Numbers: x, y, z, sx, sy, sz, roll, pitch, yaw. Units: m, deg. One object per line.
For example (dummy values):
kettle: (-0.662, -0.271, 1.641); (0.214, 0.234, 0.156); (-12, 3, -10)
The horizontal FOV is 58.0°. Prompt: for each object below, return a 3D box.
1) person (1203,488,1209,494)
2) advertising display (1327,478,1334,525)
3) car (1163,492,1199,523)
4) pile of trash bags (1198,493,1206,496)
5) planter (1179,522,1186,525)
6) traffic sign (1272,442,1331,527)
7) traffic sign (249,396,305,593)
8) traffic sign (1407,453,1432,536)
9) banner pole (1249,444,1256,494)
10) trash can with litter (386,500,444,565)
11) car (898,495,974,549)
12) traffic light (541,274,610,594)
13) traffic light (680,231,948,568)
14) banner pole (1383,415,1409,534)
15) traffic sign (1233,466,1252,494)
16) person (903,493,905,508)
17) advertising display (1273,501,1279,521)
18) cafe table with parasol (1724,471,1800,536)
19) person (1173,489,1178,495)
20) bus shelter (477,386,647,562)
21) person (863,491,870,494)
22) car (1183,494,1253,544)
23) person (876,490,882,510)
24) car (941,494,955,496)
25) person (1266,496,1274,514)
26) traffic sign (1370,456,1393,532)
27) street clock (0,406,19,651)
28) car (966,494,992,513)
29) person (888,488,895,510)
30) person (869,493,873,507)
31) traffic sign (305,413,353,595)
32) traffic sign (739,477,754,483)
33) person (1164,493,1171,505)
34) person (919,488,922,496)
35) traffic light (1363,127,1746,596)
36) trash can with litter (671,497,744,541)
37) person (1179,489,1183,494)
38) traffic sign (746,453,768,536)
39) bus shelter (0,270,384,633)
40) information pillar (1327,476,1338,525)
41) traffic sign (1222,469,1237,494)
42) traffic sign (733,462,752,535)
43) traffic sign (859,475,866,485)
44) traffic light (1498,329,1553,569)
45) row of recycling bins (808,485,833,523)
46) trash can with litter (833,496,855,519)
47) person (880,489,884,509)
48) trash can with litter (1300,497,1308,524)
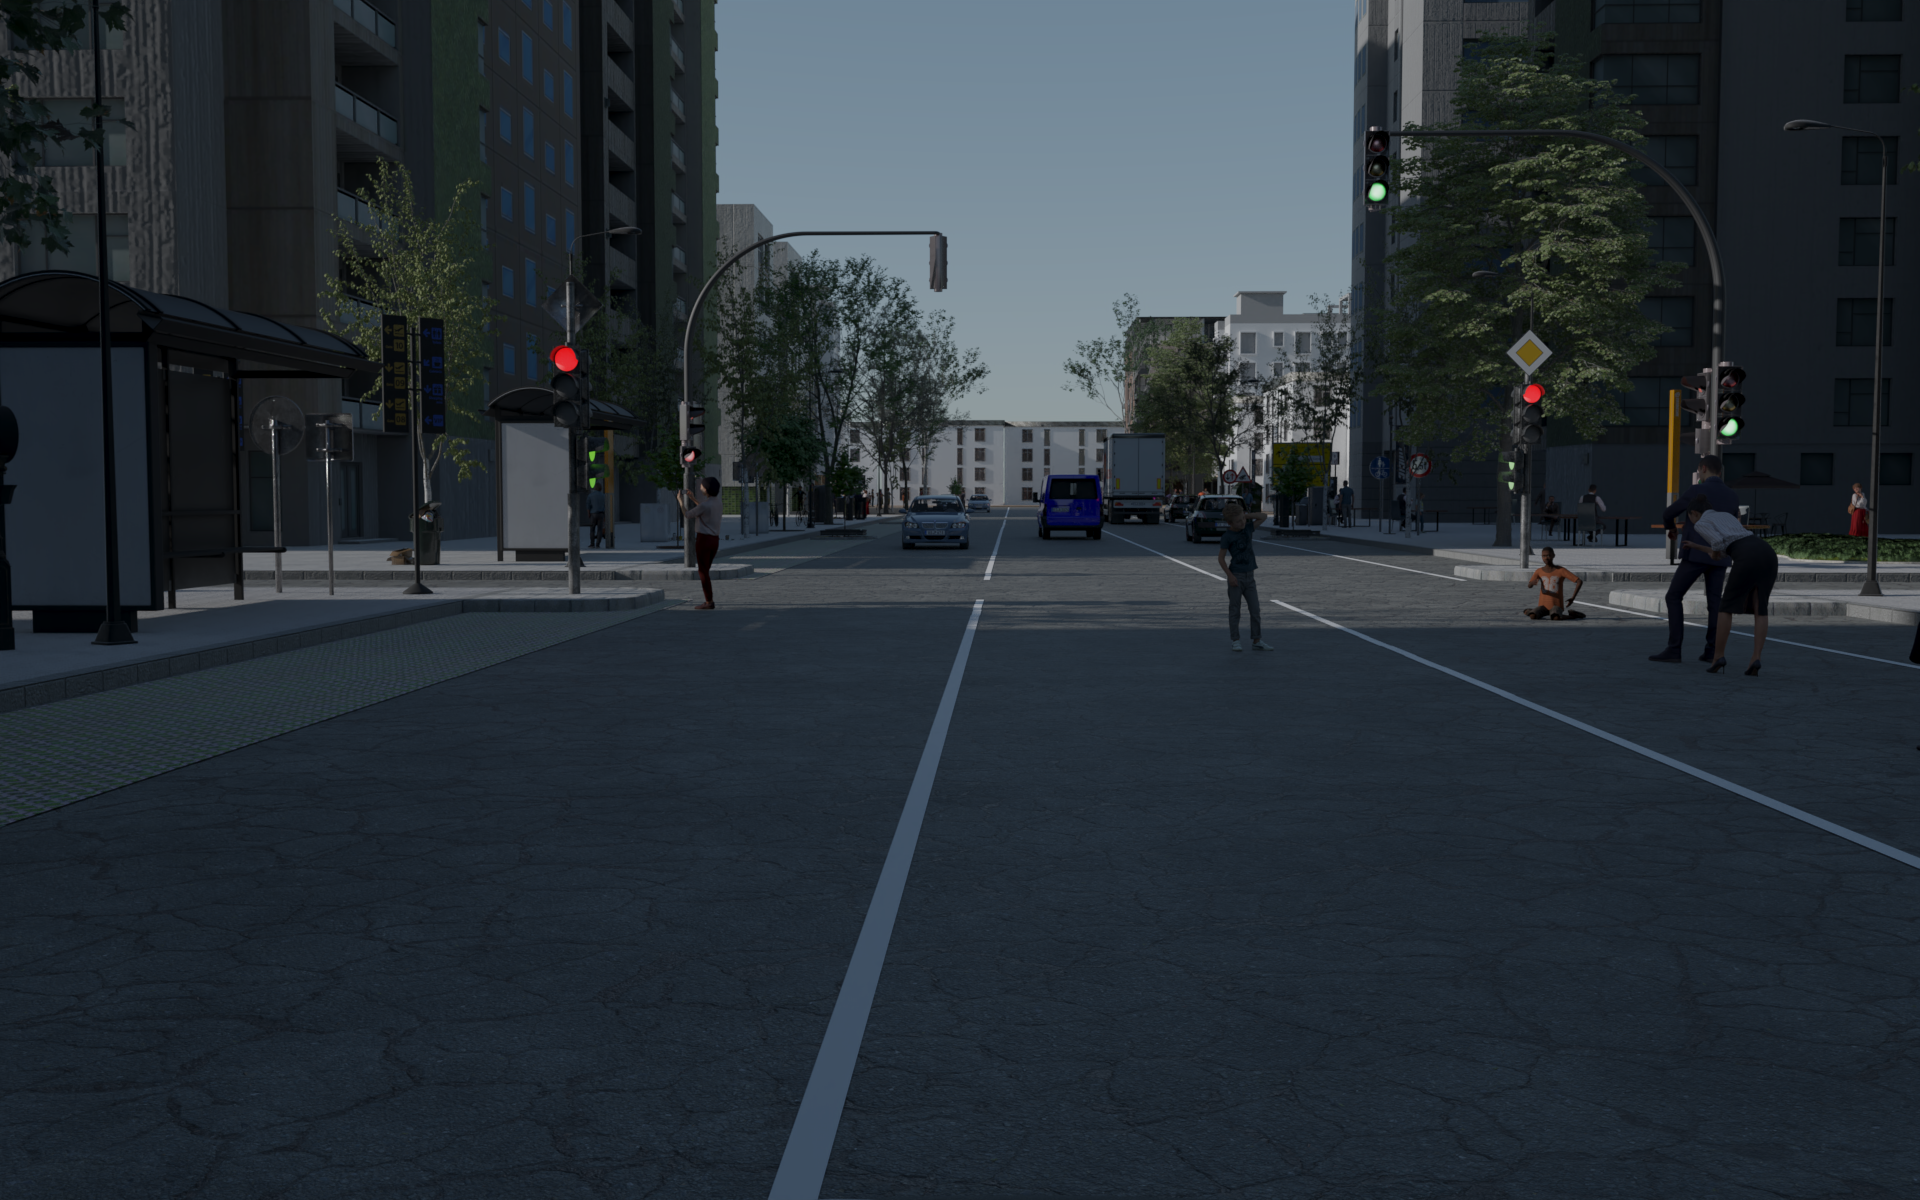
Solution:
person: (21.577, -8.936, 152.141); (1.348, 1.824, 0.705); (-1, 4, -15)
advertising display: (15.028, -4.069, 71.736); (0.974, 1.923, 0.123); (2, 4, 26)
car: (11.300, -4.749, 87.430); (2.009, 1.686, 4.222); (0, 4, 1)
pile of trash bags: (14.872, -5.624, 101.707); (1.912, 1.369, 3.447); (-1, 4, -20)
planter: (11.316, -3.686, 81.408); (1.991, 0.319, 1.994); (0, 4, 2)
traffic sign: (13.379, -4.528, 67.907); (2.265, 3.308, 0.079); (1, 4, 11)
traffic sign: (-8.860, -1.367, 22.458); (0.768, 2.556, 0.104); (0, 4, 8)
traffic sign: (14.190, -3.270, 53.563); (0.768, 2.556, 0.104); (1, 4, 10)
banner pole: (14.533, -5.884, 86.224); (0.401, 3.779, 0.863); (-1, 4, -17)
trash can with litter: (-9.871, -1.218, 31.298); (1.055, 1.170, 0.624); (1, 4, 15)
car: (-0.619, -2.105, 46.426); (2.014, 1.417, 4.499); (0, 4, 1)
traffic light: (-4.939, -2.033, 22.160); (0.839, 4.253, 0.868); (0, 4, 2)
traffic light: (-2.601, -3.391, 30.113); (4.771, 5.953, 1.251); (0, 4, 2)
banner pole: (13.963, -3.993, 55.309); (0.863, 3.779, 0.401); (-1, 4, -12)
traffic sign: (13.053, -4.890, 79.950); (0.884, 2.594, 0.081); (1, 4, 10)
person: (-5.277, -9.401, 163.010); (0.557, 1.426, 1.065); (0, 4, -3)
advertising display: (15.378, -4.829, 84.170); (0.123, 1.923, 0.974); (0, 4, -3)
cafe table with parasol: (23.631, -2.850, 51.460); (2.610, 1.966, 2.610); (-2, 4, -26)
person: (19.582, -9.179, 156.645); (0.750, 1.759, 0.617); (3, 4, 39)
bus shelter: (-7.959, -2.531, 35.311); (2.014, 3.302, 5.546); (0, 4, 2)
person: (-8.853, -9.538, 162.794); (0.742, 1.727, 0.445); (-2, 4, -26)
car: (7.672, -2.548, 51.451); (2.009, 1.686, 4.222); (0, 4, 3)
person: (-6.403, -7.930, 137.168); (0.415, 1.643, 0.593); (3, 4, 36)
car: (-1.074, -8.276, 145.099); (2.009, 1.686, 4.222); (0, 4, 1)
person: (20.448, -6.479, 111.939); (1.348, 1.831, 0.705); (2, 4, 26)
traffic sign: (14.234, -3.577, 58.591); (0.768, 2.556, 0.104); (1, 4, 9)
street clock: (-7.910, -0.588, 14.181); (0.471, 2.002, 0.358); (3, 4, 36)
car: (1.499, -7.553, 135.488); (2.014, 1.417, 4.499); (0, 4, 1)
person: (-5.910, -8.410, 143.549); (0.705, 1.824, 1.348); (-3, 4, -39)
person: (-8.930, -9.905, 171.249); (1.065, 1.426, 0.557); (3, 4, 39)
traffic sign: (-7.970, -1.210, 21.906); (0.606, 2.300, 0.079); (0, 4, 3)
traffic sign: (-8.199, -3.936, 66.485); (0.606, 2.300, 0.079); (0, 4, 2)
person: (16.547, -7.836, 137.391); (0.697, 1.427, 0.421); (-1, 4, -19)
person: (-3.641, -9.339, 158.699); (0.705, 1.831, 1.348); (0, 4, -2)
traffic light: (7.362, -2.874, 21.659); (4.771, 5.953, 1.251); (0, 4, 2)
trash can with litter: (-7.123, -2.262, 48.042); (2.233, 1.210, 1.678); (0, 4, -4)
person: (22.187, -10.283, 174.622); (0.568, 1.767, 0.683); (0, 4, -7)
traffic sign: (-6.221, -3.235, 53.000); (0.768, 2.556, 0.104); (0, 4, 8)
bus shelter: (-8.092, -1.499, 18.427); (2.014, 3.302, 5.546); (0, 4, 2)
information pillar: (15.545, -4.149, 72.329); (0.304, 2.012, 0.304); (-2, 4, -28)
traffic sign: (13.813, -5.415, 88.647); (0.768, 2.556, 0.104); (1, 4, 8)
traffic sign: (-6.864, -3.210, 54.606); (0.606, 2.300, 0.079); (0, 4, 2)
traffic sign: (-5.344, -5.531, 92.559); (0.606, 2.300, 0.079); (1, 4, 11)
traffic light: (9.701, -2.495, 29.718); (0.839, 4.253, 0.868); (0, 4, 2)
row of recycling bins: (-6.354, -4.421, 79.398); (1.069, 1.692, 3.534); (-1, 4, -10)
trash can with litter: (-5.934, -4.766, 88.975); (2.233, 1.210, 1.678); (3, 4, 36)
person: (-6.624, -8.563, 146.773); (0.721, 1.736, 1.217); (-2, 4, -33)
trash can with litter: (14.542, -3.754, 72.771); (0.624, 1.170, 1.055); (2, 4, 24)
